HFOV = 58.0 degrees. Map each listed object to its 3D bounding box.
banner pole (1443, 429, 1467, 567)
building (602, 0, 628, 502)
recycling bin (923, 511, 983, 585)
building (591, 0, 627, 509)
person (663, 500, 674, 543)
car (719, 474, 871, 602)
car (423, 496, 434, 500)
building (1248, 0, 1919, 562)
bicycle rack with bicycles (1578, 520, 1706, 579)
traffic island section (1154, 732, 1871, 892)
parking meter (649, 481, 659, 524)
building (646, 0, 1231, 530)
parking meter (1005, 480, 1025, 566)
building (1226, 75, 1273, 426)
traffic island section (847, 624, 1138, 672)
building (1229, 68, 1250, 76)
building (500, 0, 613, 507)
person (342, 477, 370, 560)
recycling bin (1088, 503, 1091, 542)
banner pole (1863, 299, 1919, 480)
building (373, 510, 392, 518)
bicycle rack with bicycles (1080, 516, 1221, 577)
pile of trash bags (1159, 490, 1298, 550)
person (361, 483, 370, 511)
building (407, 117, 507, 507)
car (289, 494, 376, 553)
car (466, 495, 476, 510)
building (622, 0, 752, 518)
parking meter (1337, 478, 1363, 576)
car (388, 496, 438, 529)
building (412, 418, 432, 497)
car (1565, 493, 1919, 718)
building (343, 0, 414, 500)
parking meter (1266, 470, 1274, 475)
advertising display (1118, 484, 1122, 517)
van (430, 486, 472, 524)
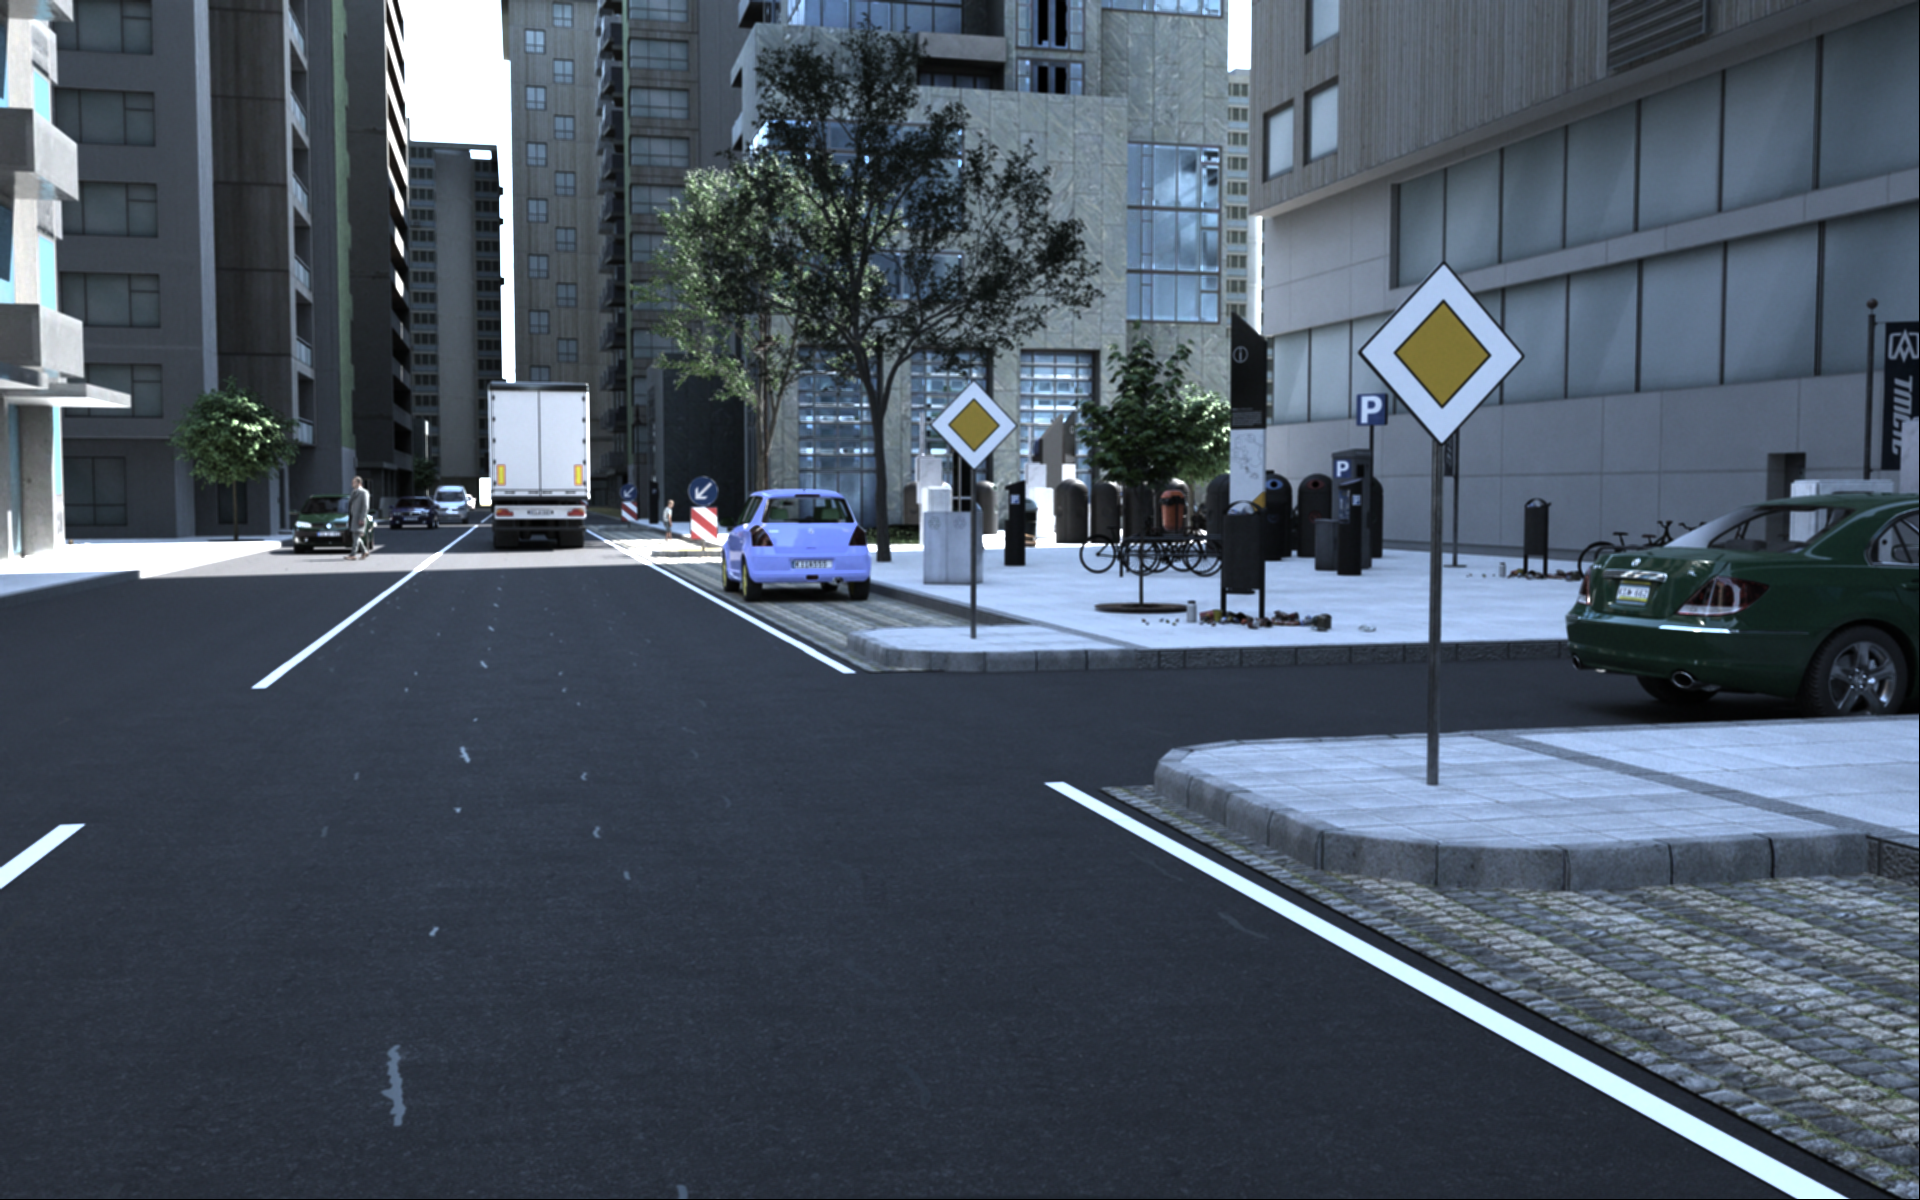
[{"bbox_3d":[8.590,-2.459,30.225,0.401,3.779,0.863,2,4,35],"label":"banner pole"},{"bbox_3d":[-13.324,-28.526,121.028,22.147,44.769,28.867,-1,4,-14],"label":"building"},{"bbox_3d":[-0.094,-0.751,24.841,0.722,1.027,0.722,1,4,14],"label":"recycling bin"},{"bbox_3d":[-19.712,-32.429,149.824,23.786,49.044,30.456,-1,4,-14],"label":"building"},{"bbox_3d":[-8.563,-2.308,50.913,0.352,1.250,0.332,1,4,11],"label":"person"},{"bbox_3d":[-2.370,-0.903,24.352,1.945,1.707,3.694,-1,4,-14],"label":"car"},{"bbox_3d":[-29.931,-5.245,98.333,1.945,1.354,3.894,-1,4,-13],"label":"car"},{"bbox_3d":[23.481,-27.269,35.083,27.495,52.752,28.713,-1,4,-14],"label":"building"},{"bbox_3d":[9.511,-0.576,22.797,2.852,0.926,2.925,-3,5,-45],"label":"bicycle rack with bicycles"},{"bbox_3d":[2.105,0.894,7.668,2.009,0.180,2.903,-1,4,-14],"label":"traffic island section"},{"bbox_3d":[-13.225,-4.229,74.859,0.399,1.863,0.255,-2,4,-24],"label":"parking meter"},{"bbox_3d":[-1.499,-46.604,74.654,22.319,86.520,31.000,-1,4,-14],"label":"building"},{"bbox_3d":[0.985,-1.386,31.074,0.372,1.533,0.369,0,3,0],"label":"parking meter"},{"bbox_3d":[14.565,-28.481,157.545,23.993,40.220,32.217,-1,4,-14],"label":"building"},{"bbox_3d":[0.137,0.420,15.408,2.009,0.180,2.903,-1,4,-14],"label":"traffic island section"},{"bbox_3d":[30.697,-29.830,171.322,14.086,41.232,14.154,-1,4,-14],"label":"building"},{"bbox_3d":[-34.314,-36.415,184.618,27.495,52.752,28.713,-1,4,-14],"label":"building"},{"bbox_3d":[-13.181,-1.784,37.778,0.694,1.812,0.767,3,4,39],"label":"person"},{"bbox_3d":[3.506,-2.091,46.738,0.722,1.027,0.722,2,4,34],"label":"recycling bin"},{"bbox_3d":[11.908,-1.970,22.228,0.863,3.779,0.401,1,4,20],"label":"banner pole"},{"bbox_3d":[-47.805,-24.530,92.951,32.217,40.220,23.993,-1,4,-14],"label":"building"},{"bbox_3d":[3.363,-0.875,27.695,2.925,0.926,2.852,1,4,10],"label":"bicycle rack with bicycles"},{"bbox_3d":[6.252,-1.847,39.943,3.447,1.369,1.912,-1,4,-12],"label":"pile of trash bags"},{"bbox_3d":[-19.810,-2.991,57.396,0.794,1.824,0.713,-1,4,-13],"label":"person"},{"bbox_3d":[-59.692,-29.876,180.349,23.993,40.220,32.217,-1,4,-14],"label":"building"},{"bbox_3d":[-15.598,-2.042,43.176,2.009,1.686,4.222,-1,4,-16],"label":"car"},{"bbox_3d":[-44.918,-8.834,156.803,2.083,1.381,4.827,-1,4,-16],"label":"car"},{"bbox_3d":[-12.230,-25.425,99.297,14.154,41.232,14.086,-1,4,-14],"label":"building"},{"bbox_3d":[6.166,-1.161,27.392,0.372,1.533,0.369,0,3,0],"label":"parking meter"},{"bbox_3d":[-22.610,-3.619,71.750,1.945,1.354,3.894,-1,4,-13],"label":"car"},{"bbox_3d":[-61.081,-50.785,143.003,31.000,86.520,22.319,-1,4,-14],"label":"building"},{"bbox_3d":[6.506,0.017,11.528,4.920,1.459,2.131,-1,4,-14],"label":"car"},{"bbox_3d":[-48.851,-30.122,116.202,21.300,48.544,21.600,-1,4,-14],"label":"building"},{"bbox_3d":[7.578,-2.269,42.802,0.255,1.863,0.399,-1,4,-10],"label":"parking meter"},{"bbox_3d":[5.311,-2.964,53.677,0.974,1.923,0.123,-1,4,-20],"label":"advertising display"},{"bbox_3d":[-24.597,-4.682,83.570,2.013,2.044,4.112,-1,4,-15],"label":"van"}]
